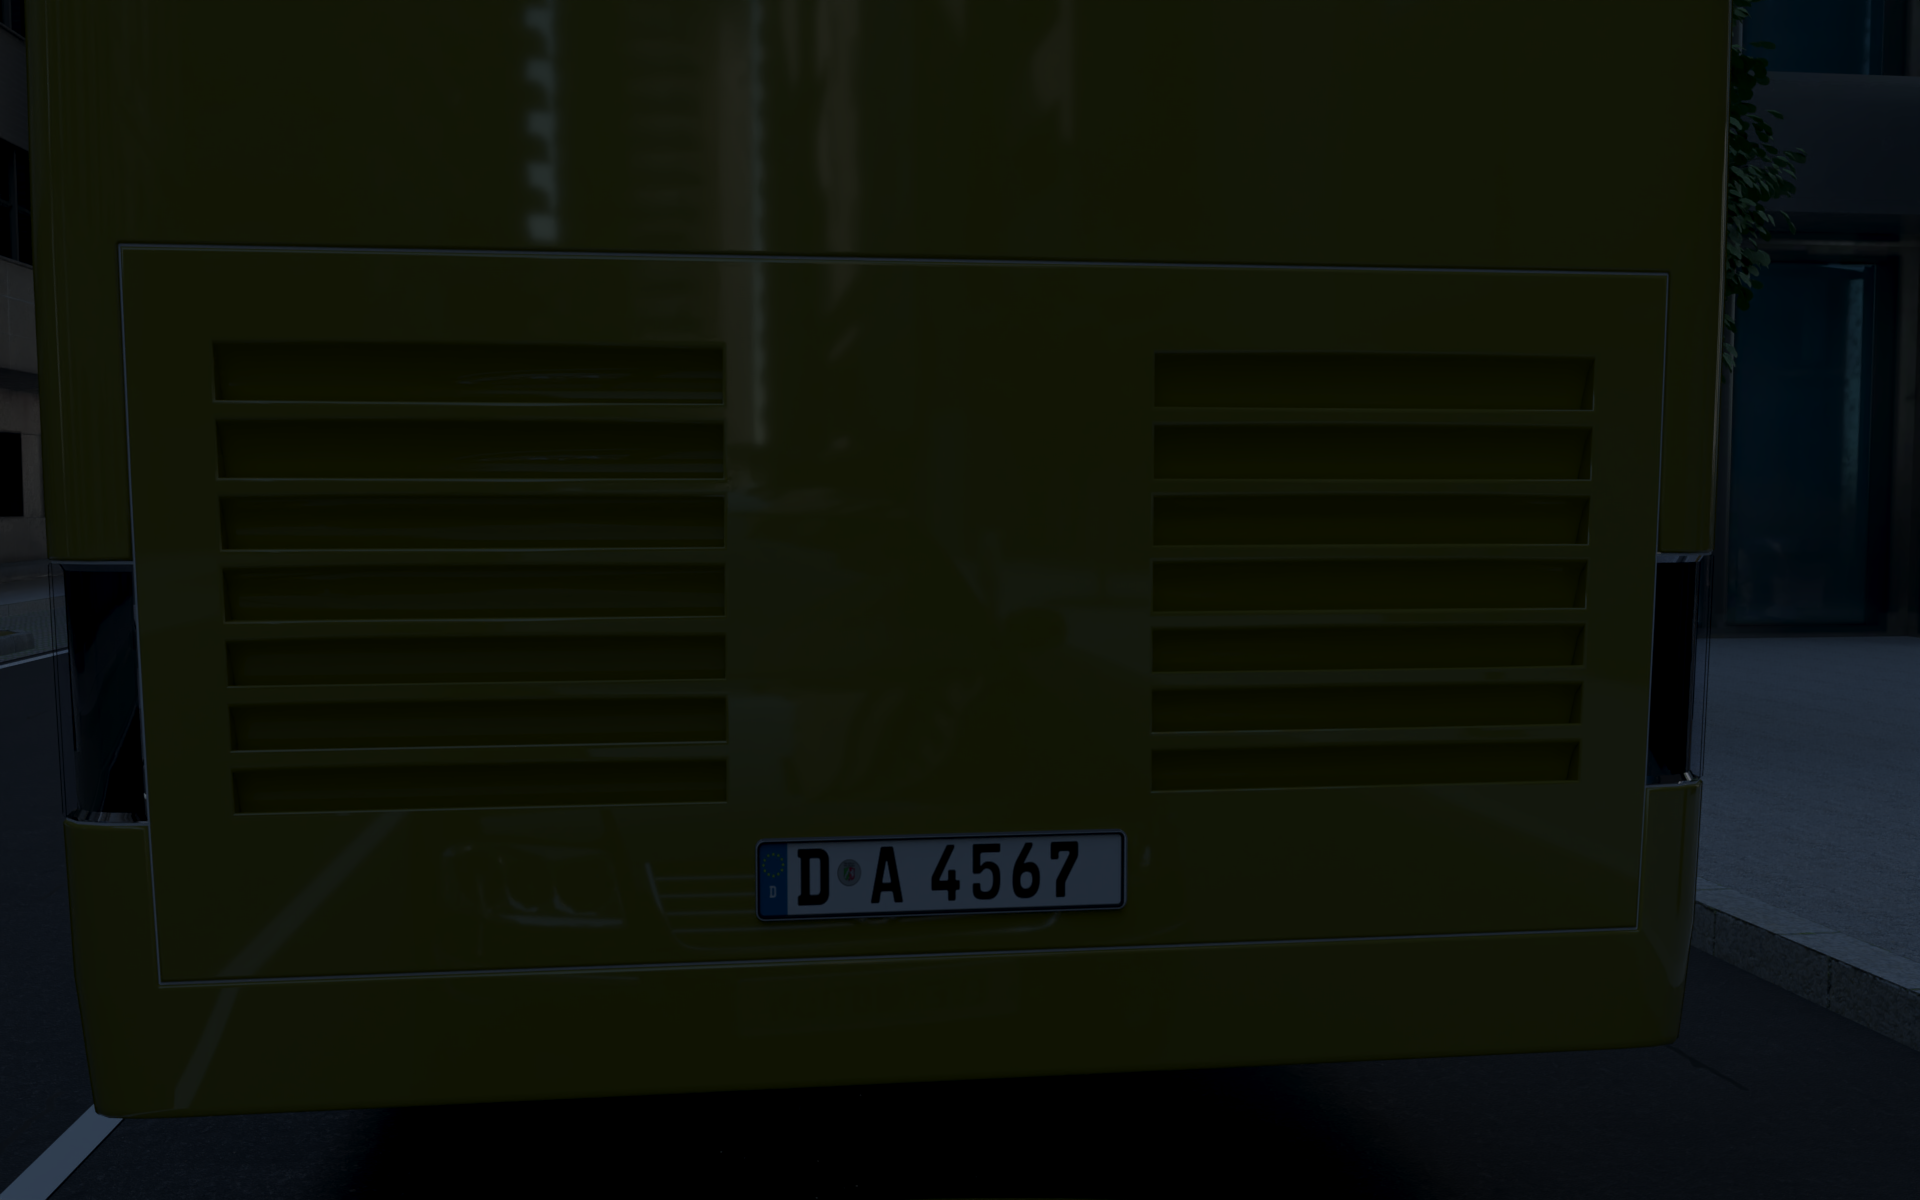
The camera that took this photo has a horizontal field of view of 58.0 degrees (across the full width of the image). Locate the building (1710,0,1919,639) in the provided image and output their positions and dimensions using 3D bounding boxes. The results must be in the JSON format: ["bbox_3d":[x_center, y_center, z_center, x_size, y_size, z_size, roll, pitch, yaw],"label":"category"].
[{"bbox_3d":[11.429,-24.949,27.530,23.786,49.044,30.456,0,4,-8],"label":"building"}]

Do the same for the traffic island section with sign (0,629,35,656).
[{"bbox_3d":[-9.457,-0.410,15.334,1.989,1.847,2.006,0,4,-8],"label":"traffic island section with sign"}]

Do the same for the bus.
[{"bbox_3d":[-0.880,-1.038,8.524,2.896,3.916,12.252,0,4,-8],"label":"bus"}]

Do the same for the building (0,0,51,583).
[{"bbox_3d":[-17.720,-11.882,13.342,14.314,24.678,30.058,0,4,-8],"label":"building"}]

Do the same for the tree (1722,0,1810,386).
[{"bbox_3d":[3.100,-1.598,9.845,4.285,4.588,4.351,0,3,0],"label":"tree"}]
